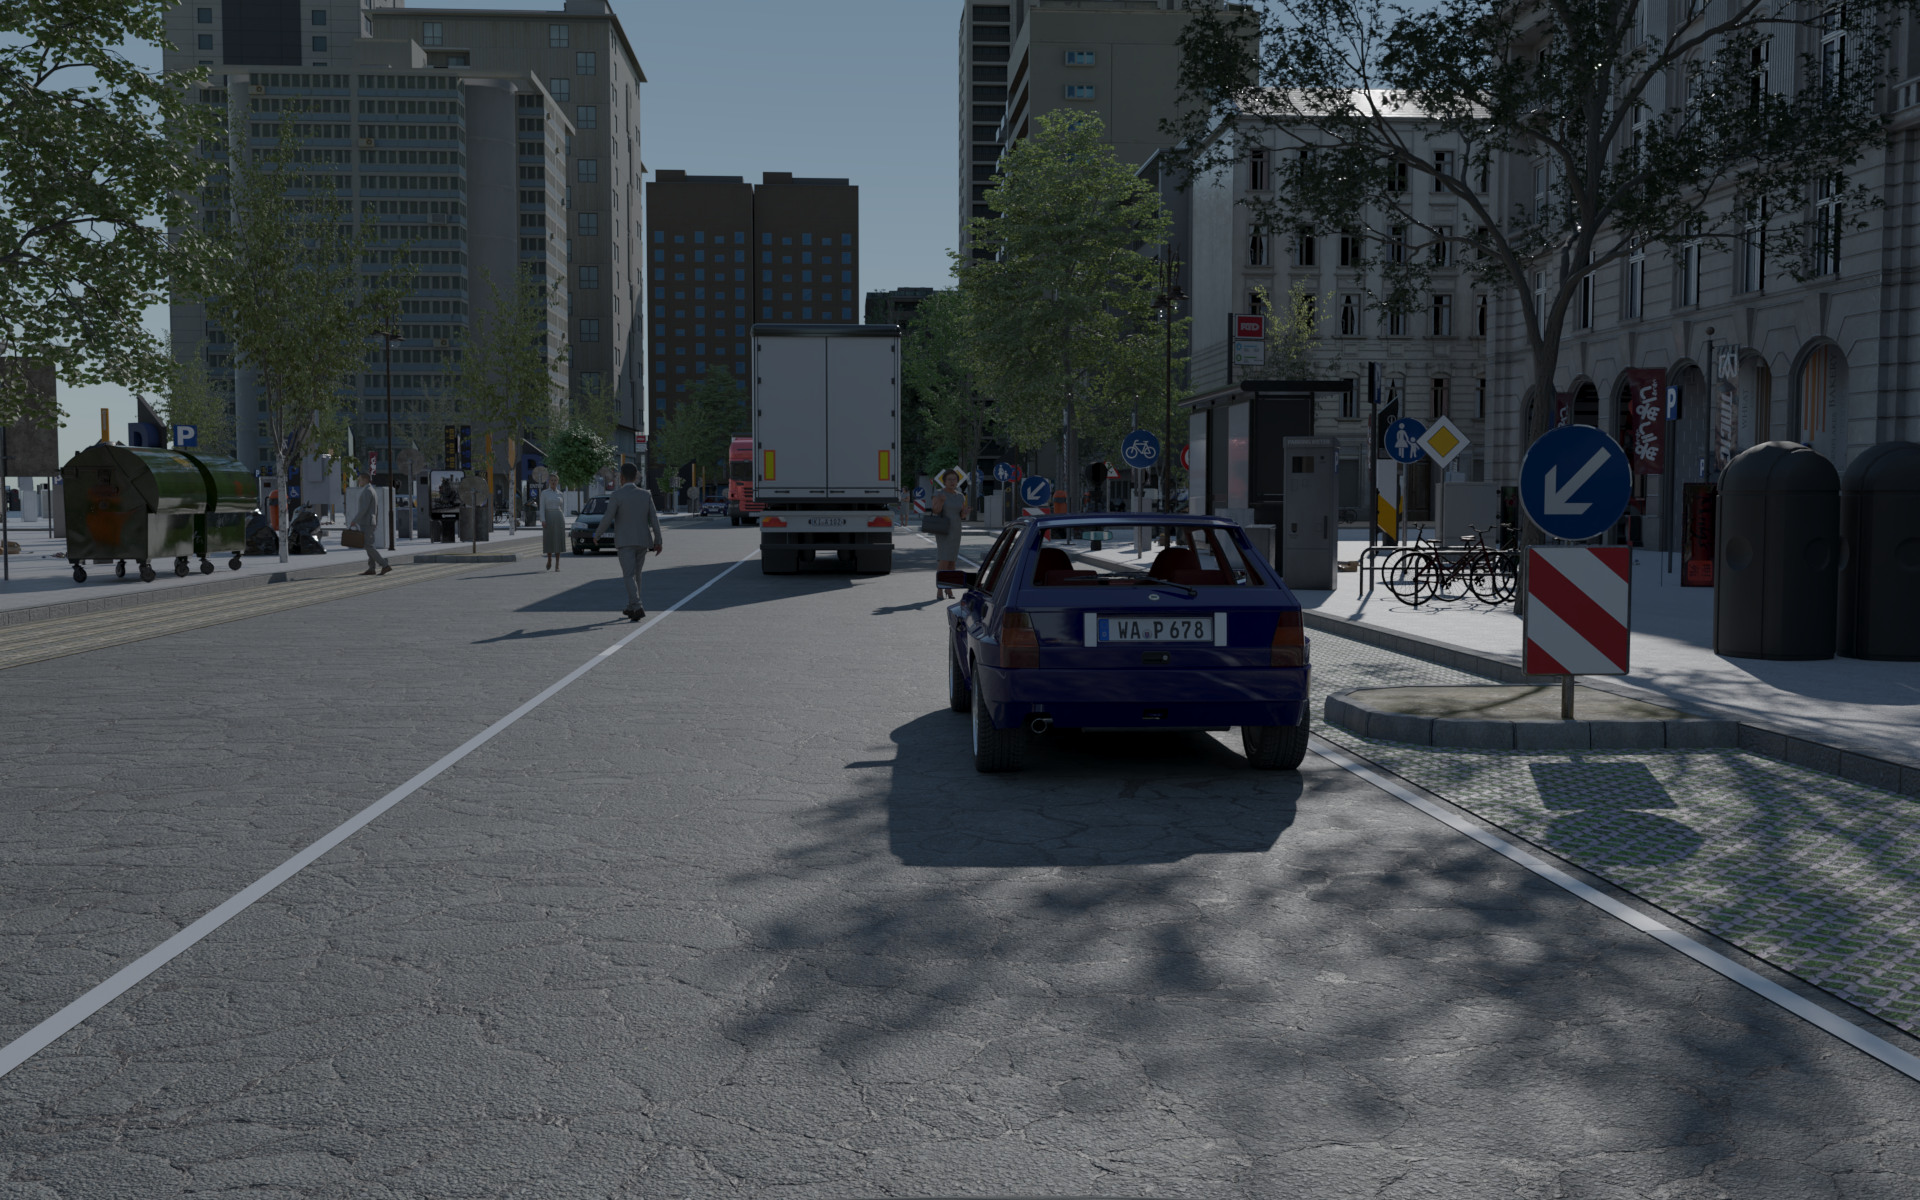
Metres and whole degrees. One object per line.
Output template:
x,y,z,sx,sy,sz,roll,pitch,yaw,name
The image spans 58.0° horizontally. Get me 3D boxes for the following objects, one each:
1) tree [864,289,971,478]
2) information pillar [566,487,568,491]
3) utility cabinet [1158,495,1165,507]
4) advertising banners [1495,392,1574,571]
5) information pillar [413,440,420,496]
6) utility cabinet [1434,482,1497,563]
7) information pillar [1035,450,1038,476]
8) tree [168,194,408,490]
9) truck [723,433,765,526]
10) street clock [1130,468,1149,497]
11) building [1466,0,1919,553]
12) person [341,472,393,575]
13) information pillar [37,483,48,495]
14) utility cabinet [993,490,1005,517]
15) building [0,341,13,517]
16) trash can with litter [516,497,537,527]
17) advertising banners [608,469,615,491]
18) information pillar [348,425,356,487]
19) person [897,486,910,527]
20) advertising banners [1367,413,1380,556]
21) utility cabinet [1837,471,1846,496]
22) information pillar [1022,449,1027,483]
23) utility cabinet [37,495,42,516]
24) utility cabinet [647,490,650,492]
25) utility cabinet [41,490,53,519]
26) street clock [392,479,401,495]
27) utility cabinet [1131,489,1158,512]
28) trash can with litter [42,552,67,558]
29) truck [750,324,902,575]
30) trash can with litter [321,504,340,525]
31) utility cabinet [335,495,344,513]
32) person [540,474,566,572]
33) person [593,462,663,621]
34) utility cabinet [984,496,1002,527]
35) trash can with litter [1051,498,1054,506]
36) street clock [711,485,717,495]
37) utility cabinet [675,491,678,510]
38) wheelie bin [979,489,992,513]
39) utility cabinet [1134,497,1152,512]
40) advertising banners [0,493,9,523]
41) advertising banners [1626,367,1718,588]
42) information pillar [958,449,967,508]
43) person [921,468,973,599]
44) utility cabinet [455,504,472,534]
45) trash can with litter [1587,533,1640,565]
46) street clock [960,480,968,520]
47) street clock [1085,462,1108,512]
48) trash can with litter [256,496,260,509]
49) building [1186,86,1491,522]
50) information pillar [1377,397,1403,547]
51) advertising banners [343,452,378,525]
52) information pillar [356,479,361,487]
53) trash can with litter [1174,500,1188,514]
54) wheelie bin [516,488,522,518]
-5.148,-18.637,160.608,12.611,20.169,13.585,0,3,0,tree
-24.904,-7.236,109.669,0.183,3.616,0.504,-1,4,-17,information pillar
10.118,-4.740,88.658,0.306,1.237,1.020,-3,4,-38,utility cabinet
9.744,-2.025,29.292,2.074,3.025,0.090,-3,4,-37,advertising banners
-23.412,-5.094,74.634,0.183,3.616,0.504,-3,5,-45,information pillar
9.391,-1.437,32.180,1.173,1.500,0.318,-1,4,-22,utility cabinet
4.105,-6.226,93.145,0.183,3.616,0.504,1,4,9,information pillar
-16.659,-5.670,43.074,4.360,8.622,3.978,0,3,0,tree
-9.291,-5.653,81.337,2.839,4.237,11.283,0,4,-3,truck
4.789,-2.547,46.214,0.471,2.002,0.358,1,4,14,street clock
21.444,-11.957,37.303,13.314,21.916,24.055,0,4,-4,building
-10.421,-1.334,30.432,0.853,1.813,0.709,-1,4,-14,person
-63.204,-7.025,119.348,0.304,2.012,0.304,-2,4,-32,information pillar
2.409,-5.242,94.381,1.173,1.500,0.318,0,4,4,utility cabinet
-35.261,-12.494,40.428,21.152,22.565,11.583,0,4,-4,building
-17.032,-3.440,67.631,1.055,1.170,0.624,-1,4,-9,trash can with litter
-18.161,-5.955,93.549,2.074,3.025,0.090,0,4,7,advertising banners
-20.638,-4.128,58.854,0.183,3.616,0.504,-3,4,-36,information pillar
-2.554,-4.115,76.139,0.532,1.782,0.716,-3,5,-42,person
8.798,-2.490,36.898,0.090,3.025,2.074,0,4,8,advertising banners
8.161,-0.513,17.062,0.318,1.500,1.173,-1,4,-17,utility cabinet
3.327,-5.996,89.382,0.183,3.616,0.504,-1,4,-21,information pillar
-53.215,-5.422,99.812,1.020,1.237,0.306,2,4,31,utility cabinet
-18.148,-5.466,98.053,1.173,1.500,0.318,0,4,6,utility cabinet
-46.836,-4.949,89.595,1.173,1.500,0.318,-3,4,-38,utility cabinet
-27.842,-4.953,85.551,0.471,2.002,0.358,-1,4,-12,street clock
7.600,-3.831,71.314,1.173,1.500,0.318,3,5,44,utility cabinet
-17.804,-1.476,35.188,1.678,1.210,2.233,-3,5,-44,trash can with litter
-2.652,-2.770,34.196,2.839,4.237,11.283,0,4,-5,truck
-27.559,-3.827,73.630,2.233,1.210,1.678,-1,4,-19,trash can with litter
-42.050,-6.526,117.854,1.020,1.237,0.306,1,4,17,utility cabinet
-7.577,-1.434,32.178,0.478,1.798,0.641,-1,4,-19,person
-3.755,-0.671,19.753,0.678,1.792,0.850,-2,4,-35,person
1.294,-3.482,68.089,0.306,1.237,1.020,2,4,27,utility cabinet
4.250,-4.344,82.414,1.055,1.170,0.624,3,5,45,trash can with litter
-20.098,-8.374,141.476,0.358,2.002,0.471,2,4,29,street clock
-21.873,-7.703,134.627,0.318,1.500,1.173,-2,4,-31,utility cabinet
1.699,-6.685,117.215,0.980,1.594,0.693,-3,4,-38,wheelie bin
4.201,-1.748,39.740,0.306,1.237,1.020,0,4,-2,utility cabinet
-43.259,-4.916,76.559,2.074,3.025,0.090,-2,4,-25,advertising banners
10.209,-1.685,23.744,2.074,3.025,0.090,1,4,21,advertising banners
0.130,-6.004,89.521,0.504,3.616,0.183,-1,4,-18,information pillar
-0.186,-0.901,23.587,0.716,1.782,0.532,-2,4,-29,person
-15.941,-2.757,56.238,1.020,1.237,0.306,0,4,-2,utility cabinet
11.919,-1.302,32.343,1.678,1.210,2.233,0,4,-3,trash can with litter
0.170,-4.944,85.402,0.358,2.002,0.471,2,4,28,street clock
3.085,-2.118,39.206,0.471,2.002,0.358,-2,4,-24,street clock
-33.145,-4.363,82.720,1.055,1.170,0.624,1,4,20,trash can with litter
21.006,-14.421,84.930,18.267,20.994,9.793,0,4,-4,building
10.275,-3.075,41.639,0.504,3.616,0.183,0,4,-7,information pillar
-24.492,-4.567,70.850,0.090,3.025,2.074,1,4,22,advertising banners
-27.278,-4.545,78.810,0.304,2.012,0.304,2,4,35,information pillar
5.344,-1.921,42.797,1.055,1.170,0.624,0,4,-4,trash can with litter
-23.290,-5.089,91.109,0.693,1.594,0.980,-1,4,-10,wheelie bin
